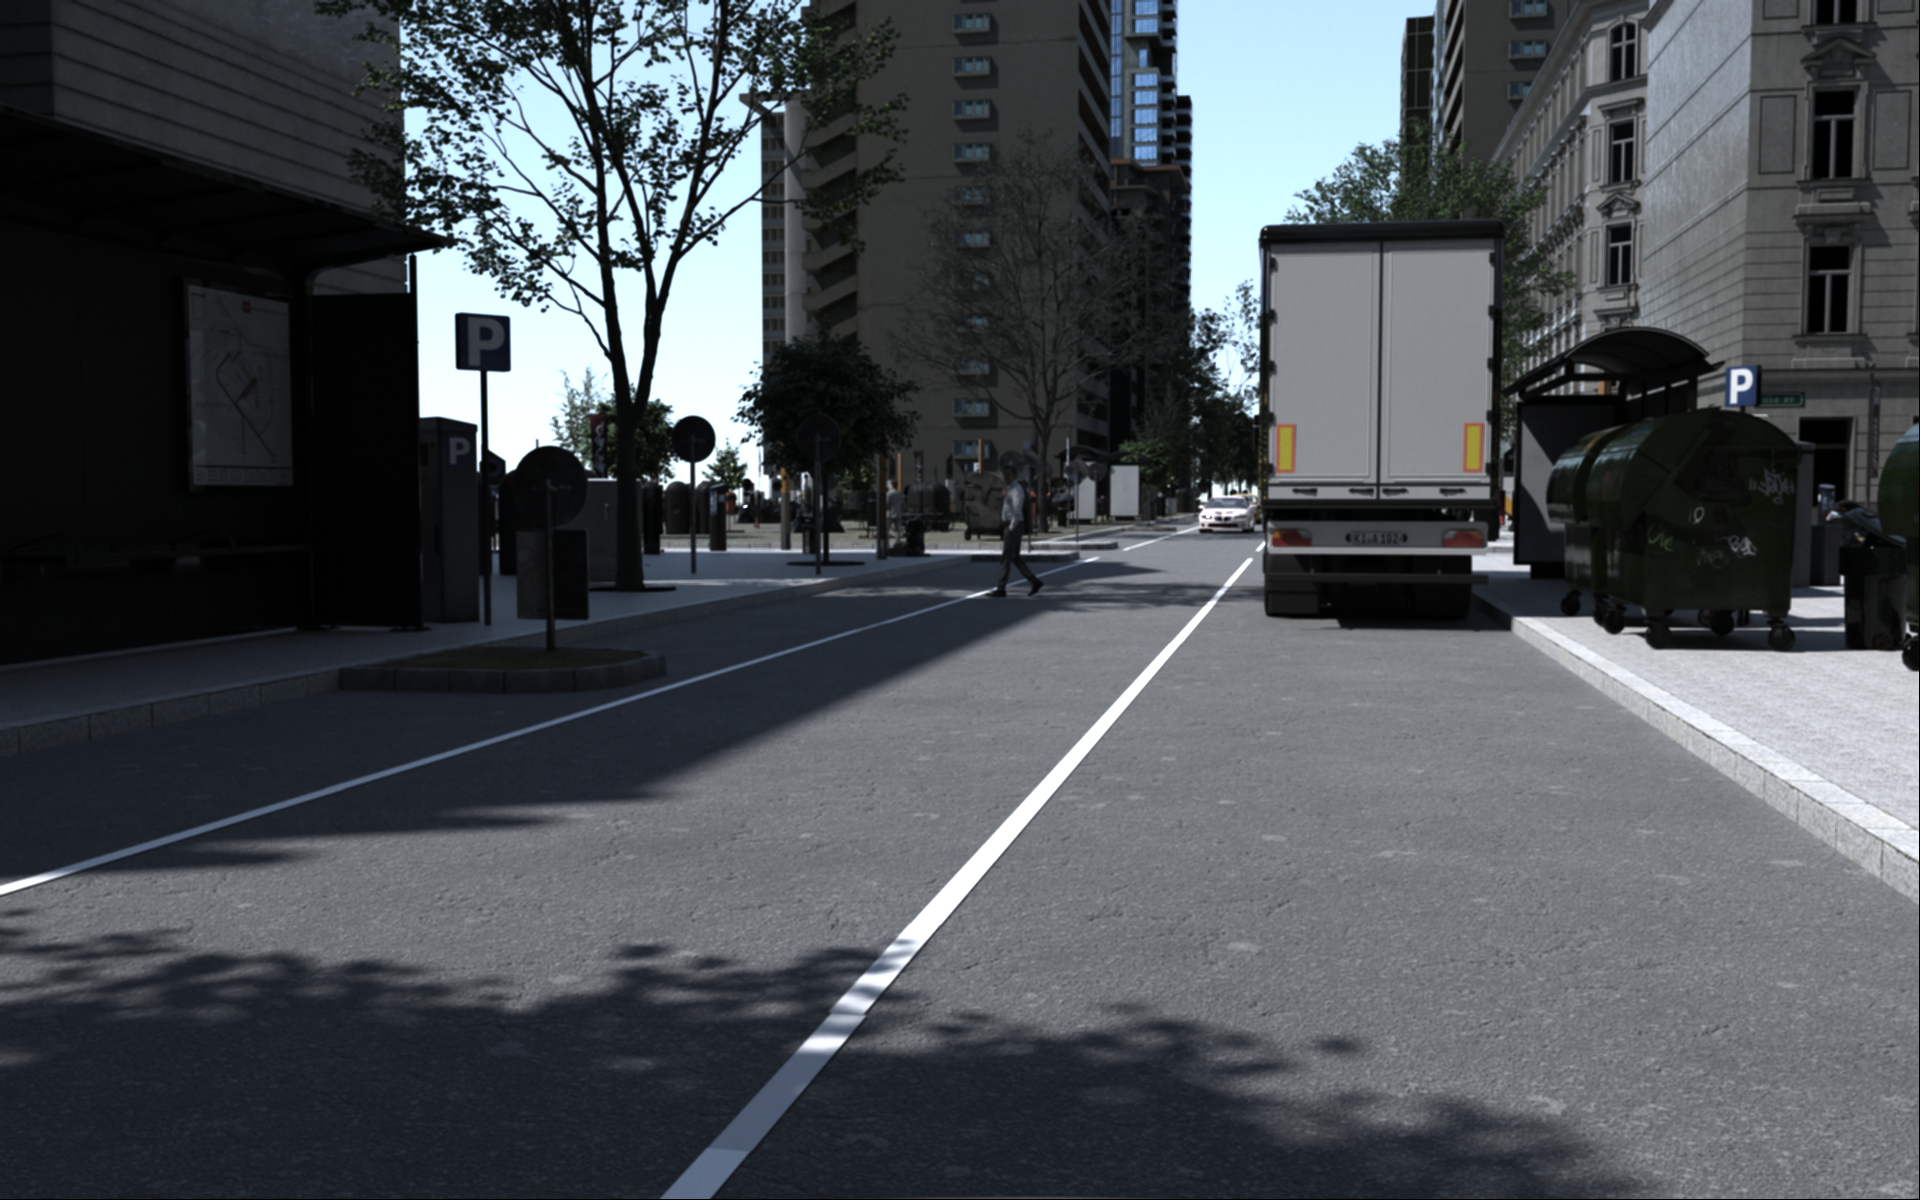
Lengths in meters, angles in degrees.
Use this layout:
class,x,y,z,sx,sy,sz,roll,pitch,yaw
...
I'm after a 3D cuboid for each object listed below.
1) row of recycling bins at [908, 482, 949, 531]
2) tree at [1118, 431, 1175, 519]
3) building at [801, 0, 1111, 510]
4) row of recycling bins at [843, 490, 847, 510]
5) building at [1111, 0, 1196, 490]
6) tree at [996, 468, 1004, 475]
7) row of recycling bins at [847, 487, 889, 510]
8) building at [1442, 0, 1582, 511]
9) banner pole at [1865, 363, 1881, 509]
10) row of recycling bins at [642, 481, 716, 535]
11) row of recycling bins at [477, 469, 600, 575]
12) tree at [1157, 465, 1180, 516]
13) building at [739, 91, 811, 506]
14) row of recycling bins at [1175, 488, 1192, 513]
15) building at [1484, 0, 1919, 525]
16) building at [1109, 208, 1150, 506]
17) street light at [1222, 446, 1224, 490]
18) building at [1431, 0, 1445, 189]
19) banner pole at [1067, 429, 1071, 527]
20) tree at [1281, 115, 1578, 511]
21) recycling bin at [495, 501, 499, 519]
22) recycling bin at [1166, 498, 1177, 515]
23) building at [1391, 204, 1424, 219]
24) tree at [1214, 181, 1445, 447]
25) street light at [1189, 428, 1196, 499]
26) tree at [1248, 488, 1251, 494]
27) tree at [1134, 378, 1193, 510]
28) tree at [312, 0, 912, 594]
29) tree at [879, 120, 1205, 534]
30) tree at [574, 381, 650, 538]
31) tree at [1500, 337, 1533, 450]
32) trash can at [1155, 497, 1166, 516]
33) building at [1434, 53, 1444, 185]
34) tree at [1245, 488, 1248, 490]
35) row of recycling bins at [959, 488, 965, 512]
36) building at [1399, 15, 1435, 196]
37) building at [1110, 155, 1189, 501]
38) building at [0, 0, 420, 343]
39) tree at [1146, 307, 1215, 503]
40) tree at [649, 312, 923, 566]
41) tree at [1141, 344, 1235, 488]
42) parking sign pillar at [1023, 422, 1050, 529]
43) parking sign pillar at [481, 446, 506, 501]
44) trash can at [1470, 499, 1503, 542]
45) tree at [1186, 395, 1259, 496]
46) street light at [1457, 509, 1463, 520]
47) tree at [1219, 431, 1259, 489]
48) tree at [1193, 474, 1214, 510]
class,x,y,z,sx,sy,sz,roll,pitch,yaw
row of recycling bins,-1.183,-3.347,61.836,1.069,1.692,3.534,-1,4,-13
tree,9.665,-6.510,90.157,4.285,4.588,4.351,0,3,0
building,-0.175,-31.211,134.000,21.300,48.544,21.600,1,4,11
row of recycling bins,-6.747,-6.328,110.575,1.069,1.692,3.534,-1,4,-15
building,24.112,-57.614,254.665,22.319,86.520,31.000,1,4,11
tree,2.789,-7.216,112.575,1.663,3.219,1.824,0,3,0
row of recycling bins,-5.278,-6.050,106.034,1.069,1.692,3.534,2,4,33
building,50.508,-31.539,139.368,21.300,48.544,21.600,1,4,11
banner pole,17.563,-2.650,33.339,0.401,3.779,0.863,3,5,43
row of recycling bins,-9.379,-2.937,55.130,3.534,1.692,1.069,0,4,2
row of recycling bins,-7.441,-1.252,27.585,3.534,1.692,1.069,-1,4,-13
tree,11.995,-6.569,102.011,1.663,3.219,1.824,0,3,0
building,-1.132,-28.500,157.862,32.217,40.220,23.993,1,4,11
row of recycling bins,15.303,-6.805,118.378,1.069,1.692,3.534,0,4,2
building,38.810,-19.330,92.463,17.030,29.872,44.131,1,4,11
building,11.466,-24.669,175.032,14.160,30.474,14.107,1,4,11
street light,25.060,-11.750,164.907,0.468,5.910,1.993,1,4,11
building,68.345,-55.369,217.947,22.319,86.520,31.000,1,4,11
banner pole,4.179,-4.694,66.762,0.401,3.779,0.863,0,4,-5
tree,13.150,-7.533,48.927,9.928,11.665,9.643,0,3,0
recycling bin,-16.826,-3.011,61.790,0.722,1.027,0.722,3,5,43
recycling bin,13.015,-5.809,107.533,0.722,1.027,0.722,-1,4,-10
building,67.291,-34.213,242.978,14.154,41.232,14.086,1,4,11
tree,24.154,-15.316,106.305,12.611,20.169,13.585,0,3,0
street light,16.343,-9.098,121.538,0.468,5.910,1.993,1,4,11
tree,43.107,-18.818,258.041,4.360,8.622,3.978,0,3,0
tree,12.818,-9.789,110.406,4.360,8.622,3.978,0,3,0
tree,-4.285,-5.930,22.707,9.928,11.665,9.643,0,3,0
tree,2.724,-8.942,56.569,12.009,13.543,11.850,0,3,0
tree,-9.518,-4.083,50.466,4.285,4.588,4.351,0,3,0
tree,23.172,-7.690,76.095,4.737,8.622,4.395,0,3,0
trash can,11.587,-5.403,99.986,0.748,1.137,0.748,0,3,0
building,56.975,-33.330,164.555,23.786,49.044,30.456,1,4,11
tree,45.575,-19.598,270.780,4.737,8.622,4.395,0,3,0
row of recycling bins,1.047,-6.733,117.191,3.534,1.692,1.069,-2,4,-28
building,74.097,-50.173,258.578,20.563,71.187,20.611,1,4,11
building,18.179,-34.986,226.646,22.147,44.769,28.867,1,4,11
building,-19.832,-11.003,29.053,18.267,20.994,9.793,1,4,11
tree,22.969,-18.164,152.867,12.611,20.169,13.585,0,3,0
tree,-2.516,-2.924,31.525,4.285,4.588,4.351,0,3,0
tree,17.334,-13.045,131.418,7.486,12.596,7.792,0,3,0
parking sign pillar,2.625,-4.619,63.995,1.447,3.967,1.447,0,4,8
parking sign pillar,-25.359,-6.467,94.215,1.447,3.967,1.447,-1,4,-14
trash can,14.323,-2.161,46.992,0.748,1.137,0.748,0,3,0
tree,29.841,-16.957,194.256,9.611,12.733,9.660,0,3,0
street light,10.303,-3.839,35.549,0.468,5.910,1.993,1,4,11
tree,33.898,-17.113,214.203,8.767,10.594,7.601,2,4,30
tree,20.164,-9.144,144.104,1.663,3.219,1.824,0,3,0
